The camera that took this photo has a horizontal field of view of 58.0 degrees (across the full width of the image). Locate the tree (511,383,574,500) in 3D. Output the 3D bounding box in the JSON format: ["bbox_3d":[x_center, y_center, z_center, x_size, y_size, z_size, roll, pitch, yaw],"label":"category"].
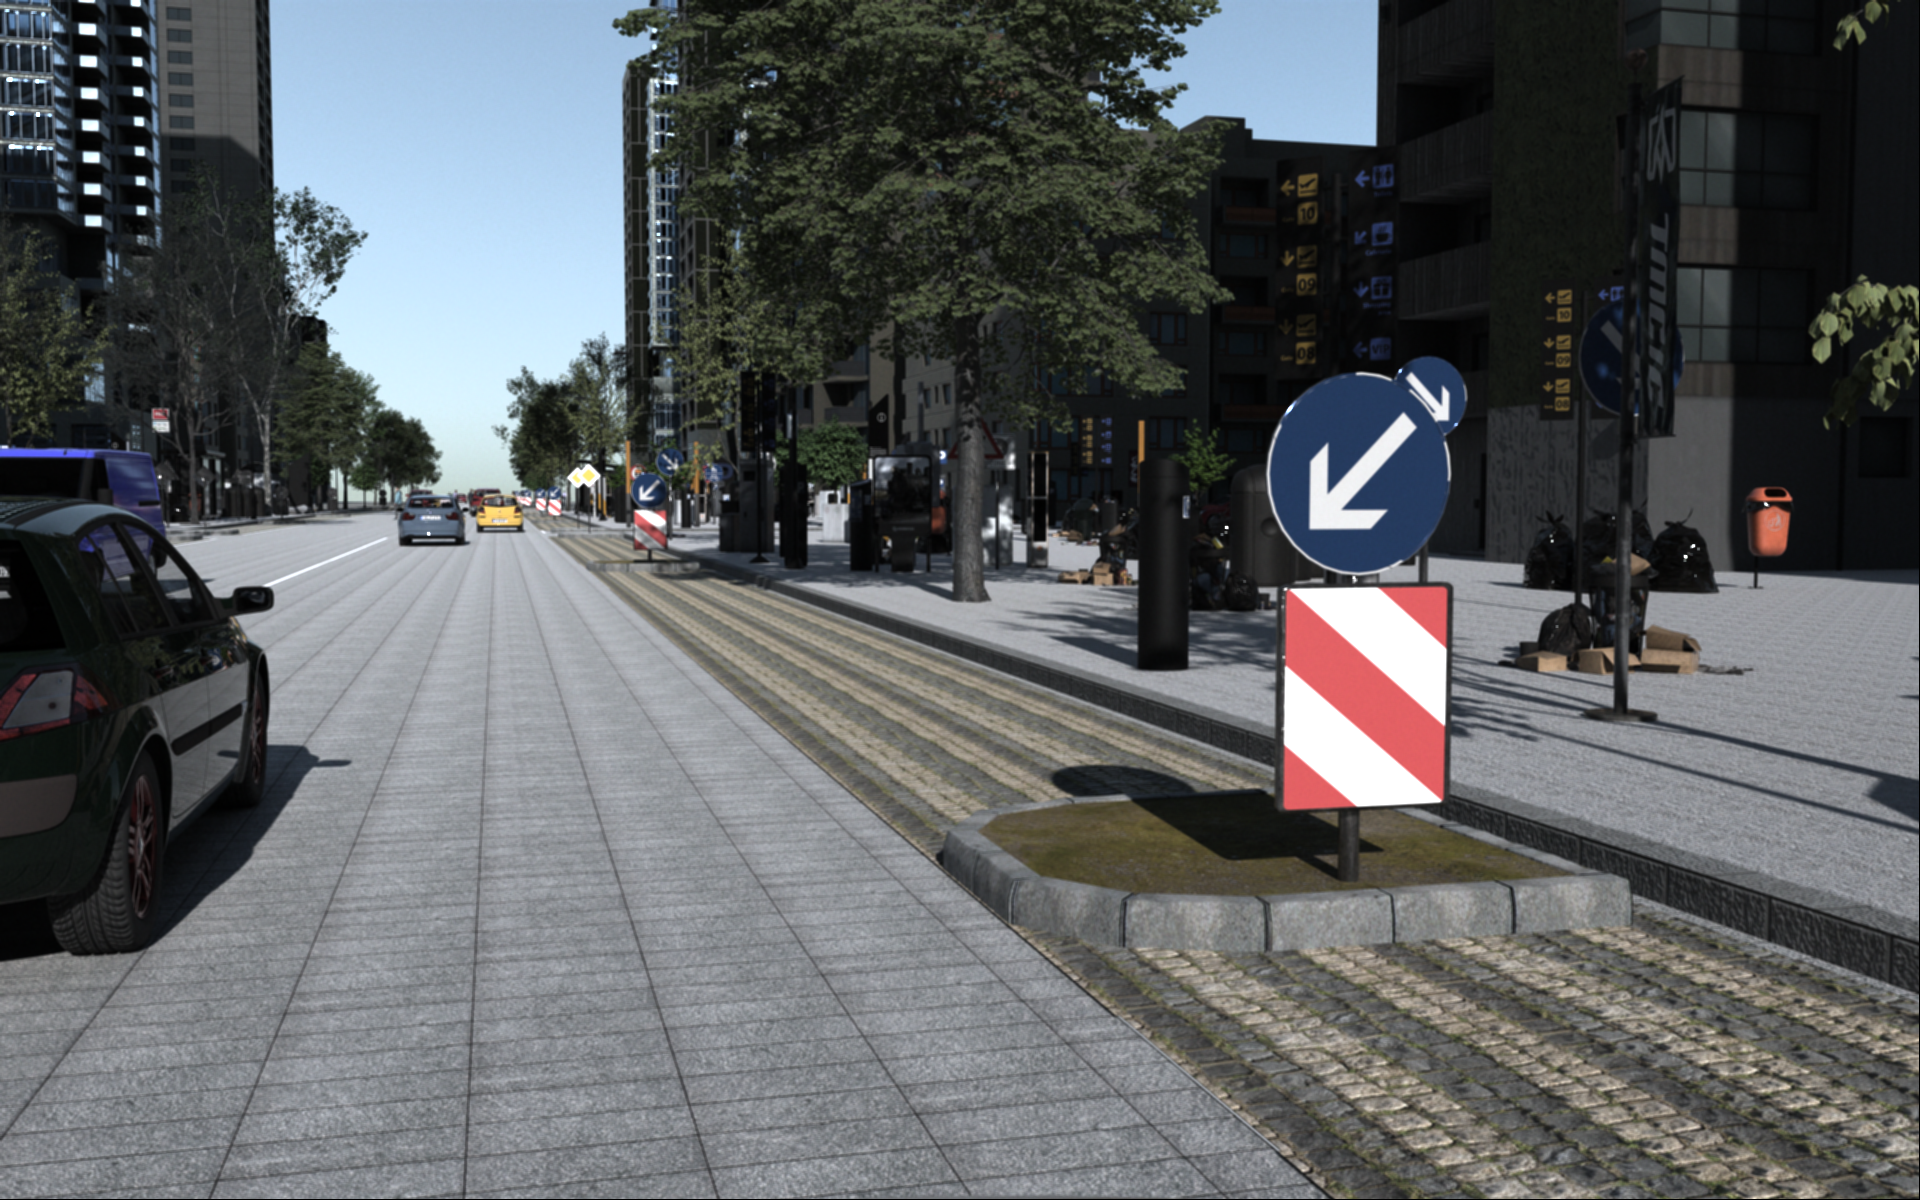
[{"bbox_3d":[-42.128,-15.854,177.337,7.486,12.596,7.792,0,3,0],"label":"tree"}]

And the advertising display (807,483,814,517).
[{"bbox_3d":[-8.465,-5.485,94.890,0.974,1.923,0.123,-1,4,-12],"label":"advertising display"}]

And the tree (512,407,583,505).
[{"bbox_3d":[-46.190,-16.452,194.742,9.928,11.665,9.643,0,3,0],"label":"tree"}]

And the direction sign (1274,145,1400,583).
[{"bbox_3d":[2.500,-1.198,11.592,0.876,3.537,0.379,3,4,38],"label":"direction sign"}]

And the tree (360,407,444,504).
[{"bbox_3d":[-74.609,-19.005,227.734,9.611,12.733,9.660,0,3,0],"label":"tree"}]

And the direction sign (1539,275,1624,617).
[{"bbox_3d":[6.526,-1.602,18.183,0.876,3.537,0.379,2,4,34],"label":"direction sign"}]

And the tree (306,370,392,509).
[{"bbox_3d":[-51.312,-13.385,144.603,9.928,11.665,9.643,0,3,0],"label":"tree"}]

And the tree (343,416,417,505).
[{"bbox_3d":[-65.429,-15.866,193.823,7.601,10.594,8.767,3,5,45],"label":"tree"}]

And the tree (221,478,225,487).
[{"bbox_3d":[-48.901,-7.299,113.940,1.663,3.219,1.824,0,3,0],"label":"tree"}]

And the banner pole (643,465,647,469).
[{"bbox_3d":[-23.911,-8.670,131.766,0.401,3.779,0.863,1,4,13],"label":"banner pole"}]

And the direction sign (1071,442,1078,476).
[{"bbox_3d":[5.248,-5.150,76.192,0.876,3.537,0.379,-2,4,-27],"label":"direction sign"}]

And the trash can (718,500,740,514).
[{"bbox_3d":[-5.103,-1.689,39.266,0.748,1.137,0.748,0,3,0],"label":"trash can"}]

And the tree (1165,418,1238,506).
[{"bbox_3d":[5.952,-3.028,44.112,1.663,3.219,1.824,0,3,0],"label":"tree"}]

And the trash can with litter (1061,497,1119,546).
[{"bbox_3d":[3.537,-1.983,43.480,1.678,1.210,2.233,-3,5,-44],"label":"trash can with litter"}]

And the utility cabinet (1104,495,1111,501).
[{"bbox_3d":[6.489,-4.016,76.826,0.306,1.237,1.020,-2,4,-25],"label":"utility cabinet"}]

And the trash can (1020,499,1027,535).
[{"bbox_3d":[2.244,-2.635,54.735,0.748,1.137,0.748,0,3,0],"label":"trash can"}]

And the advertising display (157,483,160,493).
[{"bbox_3d":[-40.099,-4.925,85.744,0.974,1.923,0.123,0,4,-2],"label":"advertising display"}]

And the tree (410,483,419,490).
[{"bbox_3d":[-88.660,-20.210,280.802,4.737,8.622,4.395,0,3,0],"label":"tree"}]

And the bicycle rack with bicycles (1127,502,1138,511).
[{"bbox_3d":[13.924,-7.740,139.937,2.852,0.926,2.925,2,4,28],"label":"bicycle rack with bicycles"}]

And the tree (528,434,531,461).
[{"bbox_3d":[-39.462,-13.257,167.107,4.737,8.622,4.395,0,3,0],"label":"tree"}]

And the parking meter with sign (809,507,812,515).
[{"bbox_3d":[-9.286,-6.614,104.401,1.738,3.016,0.543,-1,4,-11],"label":"parking meter with sign"}]

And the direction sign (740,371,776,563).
[{"bbox_3d":[-3.743,-2.460,32.217,0.379,3.537,0.876,3,4,39],"label":"direction sign"}]

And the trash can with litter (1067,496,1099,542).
[{"bbox_3d":[3.292,-2.161,46.718,0.624,1.170,1.055,2,4,24],"label":"trash can with litter"}]

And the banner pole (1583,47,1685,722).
[{"bbox_3d":[3.792,-1.197,9.596,0.401,3.779,0.863,0,4,0],"label":"banner pole"}]

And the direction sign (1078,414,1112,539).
[{"bbox_3d":[3.886,-3.502,49.262,0.876,3.537,0.379,1,4,10],"label":"direction sign"}]

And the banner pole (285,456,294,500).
[{"bbox_3d":[-44.145,-7.592,114.149,0.863,3.779,0.401,-1,4,-16],"label":"banner pole"}]

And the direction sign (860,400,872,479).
[{"bbox_3d":[-2.182,-3.068,42.166,0.379,3.537,0.876,0,4,1],"label":"direction sign"}]

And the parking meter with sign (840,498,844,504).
[{"bbox_3d":[-6.143,-5.882,92.437,0.543,3.016,1.738,0,4,3],"label":"parking meter with sign"}]

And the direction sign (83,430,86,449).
[{"bbox_3d":[-30.972,-4.242,61.357,0.379,3.537,0.876,-2,4,-30],"label":"direction sign"}]

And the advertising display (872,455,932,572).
[{"bbox_3d":[-0.945,-1.420,28.427,0.974,1.923,0.123,0,3,0],"label":"advertising display"}]

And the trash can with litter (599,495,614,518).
[{"bbox_3d":[-18.590,-5.140,95.103,2.233,1.210,1.678,0,4,2],"label":"trash can with litter"}]

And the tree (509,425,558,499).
[{"bbox_3d":[-67.660,-22.594,276.069,9.857,13.997,8.962,0,3,0],"label":"tree"}]

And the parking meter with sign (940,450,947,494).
[{"bbox_3d":[-0.805,-4.394,68.109,0.543,3.016,1.738,0,4,2],"label":"parking meter with sign"}]

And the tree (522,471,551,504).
[{"bbox_3d":[-56.463,-15.368,234.974,4.285,4.588,4.351,0,3,0],"label":"tree"}]

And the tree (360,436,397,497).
[{"bbox_3d":[-67.756,-15.367,201.620,4.360,8.622,3.978,0,3,0],"label":"tree"}]

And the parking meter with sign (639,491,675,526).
[{"bbox_3d":[-12.265,-4.498,69.798,0.543,3.016,1.738,2,4,26],"label":"parking meter with sign"}]

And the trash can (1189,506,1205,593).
[{"bbox_3d":[2.618,-0.584,21.207,0.748,1.137,0.748,0,3,0],"label":"trash can"}]

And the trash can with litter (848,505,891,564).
[{"bbox_3d":[-1.478,-1.250,31.819,1.055,1.170,0.624,-2,4,-34],"label":"trash can with litter"}]

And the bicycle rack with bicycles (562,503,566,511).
[{"bbox_3d":[-29.614,-7.373,133.933,2.852,0.926,2.925,-1,4,-20],"label":"bicycle rack with bicycles"}]

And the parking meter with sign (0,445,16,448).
[{"bbox_3d":[-33.607,-3.947,60.796,0.543,3.016,1.738,-1,4,-16],"label":"parking meter with sign"}]

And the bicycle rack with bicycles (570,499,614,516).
[{"bbox_3d":[-21.804,-5.564,104.360,2.925,0.926,2.852,0,3,0],"label":"bicycle rack with bicycles"}]

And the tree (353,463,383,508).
[{"bbox_3d":[-56.447,-11.051,164.390,4.285,4.588,4.351,0,3,0],"label":"tree"}]

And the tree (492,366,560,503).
[{"bbox_3d":[-62.188,-24.370,254.338,12.611,20.169,13.585,0,3,0],"label":"tree"}]

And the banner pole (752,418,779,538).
[{"bbox_3d":[-5.645,-3.671,50.038,0.863,3.779,0.401,-2,4,-33],"label":"banner pole"}]

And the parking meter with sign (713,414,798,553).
[{"bbox_3d":[-4.466,-2.556,38.047,1.738,3.016,0.543,1,4,21],"label":"parking meter with sign"}]

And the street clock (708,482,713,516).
[{"bbox_3d":[-14.336,-5.861,100.392,0.471,2.002,0.358,1,4,11],"label":"street clock"}]

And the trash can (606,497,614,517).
[{"bbox_3d":[-19.393,-5.192,96.547,0.748,1.137,0.748,0,3,0],"label":"trash can"}]

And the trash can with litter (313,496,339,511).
[{"bbox_3d":[-48.129,-7.341,131.079,2.233,1.210,1.678,0,4,-4],"label":"trash can with litter"}]

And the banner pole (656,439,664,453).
[{"bbox_3d":[-13.557,-5.401,78.327,0.401,3.779,0.863,1,4,19],"label":"banner pole"}]

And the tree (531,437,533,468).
[{"bbox_3d":[-32.973,-11.937,145.536,4.737,8.622,4.395,0,3,0],"label":"tree"}]

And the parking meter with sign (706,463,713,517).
[{"bbox_3d":[-13.545,-6.184,97.363,0.543,3.016,1.738,2,4,27],"label":"parking meter with sign"}]

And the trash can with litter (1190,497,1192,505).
[{"bbox_3d":[9.614,-3.799,73.495,0.624,1.170,1.055,-2,4,-25],"label":"trash can with litter"}]
